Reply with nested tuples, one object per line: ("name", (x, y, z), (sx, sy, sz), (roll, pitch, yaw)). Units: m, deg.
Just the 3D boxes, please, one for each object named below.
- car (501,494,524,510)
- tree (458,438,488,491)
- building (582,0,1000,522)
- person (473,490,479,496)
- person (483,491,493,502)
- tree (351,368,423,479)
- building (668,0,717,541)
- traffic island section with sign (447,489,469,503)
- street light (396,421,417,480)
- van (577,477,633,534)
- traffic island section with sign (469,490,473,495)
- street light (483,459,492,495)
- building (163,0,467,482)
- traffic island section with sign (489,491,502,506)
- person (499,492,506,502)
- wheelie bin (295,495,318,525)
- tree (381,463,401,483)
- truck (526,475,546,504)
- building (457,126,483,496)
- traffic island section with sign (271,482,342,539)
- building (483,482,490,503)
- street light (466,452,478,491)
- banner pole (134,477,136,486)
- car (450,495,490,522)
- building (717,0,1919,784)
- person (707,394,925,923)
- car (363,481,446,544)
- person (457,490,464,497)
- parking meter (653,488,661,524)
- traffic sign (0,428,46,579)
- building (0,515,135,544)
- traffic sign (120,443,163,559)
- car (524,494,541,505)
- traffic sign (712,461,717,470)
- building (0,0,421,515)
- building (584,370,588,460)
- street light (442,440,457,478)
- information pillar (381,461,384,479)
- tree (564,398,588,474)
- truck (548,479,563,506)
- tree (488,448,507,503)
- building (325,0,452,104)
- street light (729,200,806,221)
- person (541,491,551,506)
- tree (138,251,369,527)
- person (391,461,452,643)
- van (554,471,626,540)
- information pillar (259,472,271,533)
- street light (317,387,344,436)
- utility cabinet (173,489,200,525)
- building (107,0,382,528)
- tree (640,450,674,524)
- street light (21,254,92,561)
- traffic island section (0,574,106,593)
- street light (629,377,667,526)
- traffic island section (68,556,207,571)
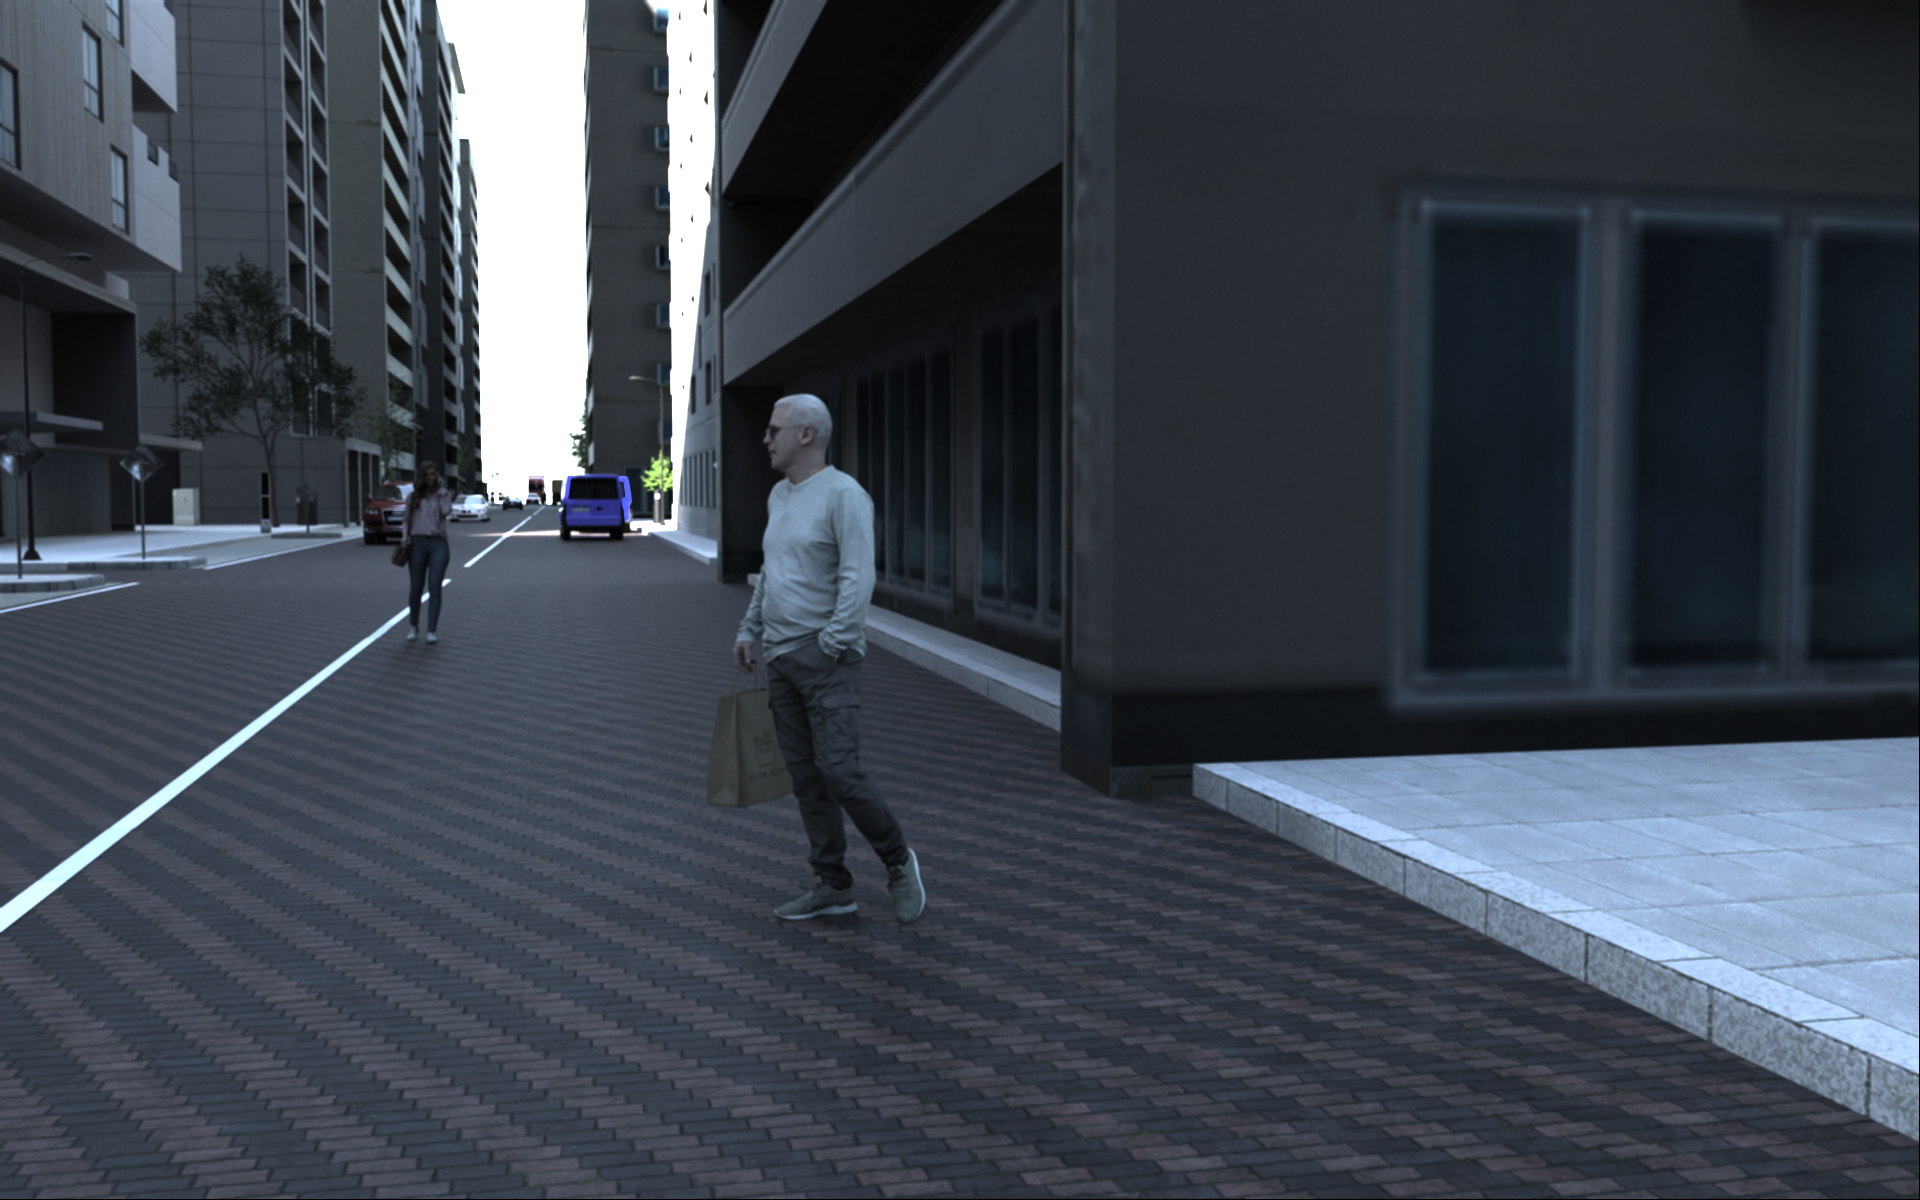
("car", (-40.586, -9.015, 157.187), (2.009, 1.686, 4.222), (-1, 4, -13))
("tree", (-53.131, -14.146, 181.643), (4.737, 8.622, 4.395), (0, 3, 0))
("building", (-10.824, -29.161, 100.489), (21.300, 48.544, 21.600), (-1, 4, -13))
("person", (-44.742, -9.283, 160.234), (0.705, 1.831, 1.348), (2, 4, 34))
("person", (-49.118, -10.475, 179.897), (1.348, 1.807, 0.705), (-3, 5, -41))
("tree", (-33.550, -9.204, 100.847), (4.360, 8.622, 3.978), (0, 3, 0))
("building", (6.339, -12.812, 54.509), (28.899, 21.520, 27.650), (-1, 4, -13))
("traffic island section with sign", (-38.440, -7.486, 131.022), (1.989, 1.847, 2.006), (-1, 4, -13))
("street light", (-34.739, -8.327, 108.691), (1.470, 5.913, 1.316), (-1, 4, -13))
("van", (-13.288, -3.670, 64.382), (2.240, 2.365, 5.245), (-1, 4, -14))
("traffic island section with sign", (-44.608, -9.122, 157.773), (1.989, 1.847, 2.006), (-1, 4, -13))
("street light", (-62.770, -15.747, 230.001), (1.470, 5.913, 1.316), (-1, 4, -13))
("building", (-71.277, -37.193, 197.341), (28.713, 52.752, 27.495), (-1, 4, -13))
("traffic island section with sign", (-57.022, -12.414, 211.599), (1.989, 1.847, 2.006), (-1, 4, -13))
("person", (-62.034, -13.826, 235.371), (1.217, 1.723, 0.721), (0, 4, 5))
("wheelie bin", (-26.729, -3.858, 70.982), (0.693, 1.594, 0.980), (1, 4, 18))
("tree", (-35.004, -6.816, 106.047), (1.663, 3.219, 1.824), (0, 3, 0))
("truck", (-62.060, -16.202, 253.819), (2.839, 4.237, 11.283), (-1, 4, -12))
("building", (-73.067, -36.605, 222.200), (21.300, 48.544, 21.600), (-1, 4, -13))
("traffic island section with sign", (-21.199, -2.915, 56.292), (1.989, 1.847, 2.006), (-1, 4, -13))
("building", (-83.402, -33.739, 243.516), (32.217, 40.220, 23.993), (-1, 4, -13))
("street light", (-53.407, -13.256, 189.280), (1.470, 5.913, 1.316), (-1, 4, -13))
("banner pole", (-32.838, -4.811, 68.669), (0.401, 3.779, 0.863), (0, 4, -2))
("car", (-25.578, -4.774, 90.419), (2.083, 1.381, 4.827), (-1, 4, -12))
("building", (8.737, -24.193, 19.254), (21.300, 48.544, 21.600), (-1, 4, -13))
("person", (-0.514, 0.187, 5.937), (0.515, 1.767, 0.782), (-3, 5, -40))
("car", (-16.399, -2.606, 51.279), (2.281, 1.827, 5.304), (-1, 4, -13))
("person", (-36.312, -7.145, 125.996), (0.551, 1.740, 0.621), (-2, 4, -24))
("parking meter", (-12.941, -4.013, 74.024), (0.372, 1.533, 0.369), (0, 3, 0))
("traffic sign", (-14.226, -1.377, 26.159), (0.795, 2.450, 0.064), (-1, 4, -13))
("building", (-36.586, -27.765, 43.195), (28.713, 52.752, 27.495), (-1, 4, -13))
("traffic sign", (-16.021, -1.853, 33.940), (0.795, 2.450, 0.064), (-1, 4, -13))
("car", (-55.103, -13.102, 223.259), (2.155, 1.783, 4.494), (-1, 4, -12))
("traffic sign", (-4.815, -2.009, 36.494), (0.795, 2.450, 0.064), (-1, 4, -13))
("building", (-57.166, -33.501, 136.978), (28.713, 52.752, 27.495), (-1, 4, -13))
("building", (-40.777, -25.036, 254.369), (27.650, 21.520, 28.899), (-1, 4, -13))
("street light", (-44.085, -10.818, 149.416), (1.470, 5.913, 1.316), (-1, 4, -13))
("information pillar", (-34.951, -6.914, 104.400), (0.504, 3.616, 0.183), (1, 4, 18))
("tree", (-40.177, -16.705, 191.255), (7.486, 12.596, 7.792), (0, 3, 0))
("truck", (-50.303, -13.628, 218.747), (3.469, 3.379, 9.791), (-1, 4, -13))
("tree", (-70.572, -19.083, 262.368), (4.737, 8.622, 4.395), (0, 3, 0))
("building", (-58.913, -32.915, 161.854), (21.300, 48.544, 21.600), (-1, 4, -13))
("street light", (-2.952, -3.370, 27.637), (1.470, 5.913, 1.316), (-1, 4, -13))
("person", (-49.787, -12.214, 208.204), (1.348, 1.822, 0.705), (1, 4, 18))
("tree", (-26.665, -8.090, 66.688), (7.601, 10.594, 8.767), (2, 4, 33))
("person", (-5.225, -0.477, 16.881), (0.593, 1.750, 0.643), (-1, 4, -10))
("van", (-11.852, -3.129, 55.538), (2.240, 2.365, 5.245), (-1, 4, -14))
("information pillar", (-22.855, -3.209, 56.959), (0.304, 2.012, 0.304), (-2, 4, -26))
("street light", (-27.012, -6.235, 74.478), (1.470, 5.913, 1.316), (-1, 4, -13))
("utility cabinet", (-31.276, -3.750, 69.984), (1.173, 1.500, 0.318), (2, 4, 26))
("building", (-38.282, -39.199, 79.155), (20.563, 71.187, 20.611), (-1, 4, -13))
("tree", (-13.146, -4.955, 75.608), (1.663, 3.219, 1.824), (0, 3, 0))
("street light", (-17.458, -3.728, 33.495), (1.470, 5.913, 1.316), (-1, 4, -13))
("traffic island section", (-14.247, -0.241, 26.216), (2.009, 0.180, 2.903), (-1, 4, -13))
("street light", (-12.381, -5.887, 68.795), (1.470, 5.913, 1.316), (-1, 4, -13))
("traffic island section", (-16.042, -0.717, 33.997), (2.009, 0.180, 2.903), (-1, 4, -13))
